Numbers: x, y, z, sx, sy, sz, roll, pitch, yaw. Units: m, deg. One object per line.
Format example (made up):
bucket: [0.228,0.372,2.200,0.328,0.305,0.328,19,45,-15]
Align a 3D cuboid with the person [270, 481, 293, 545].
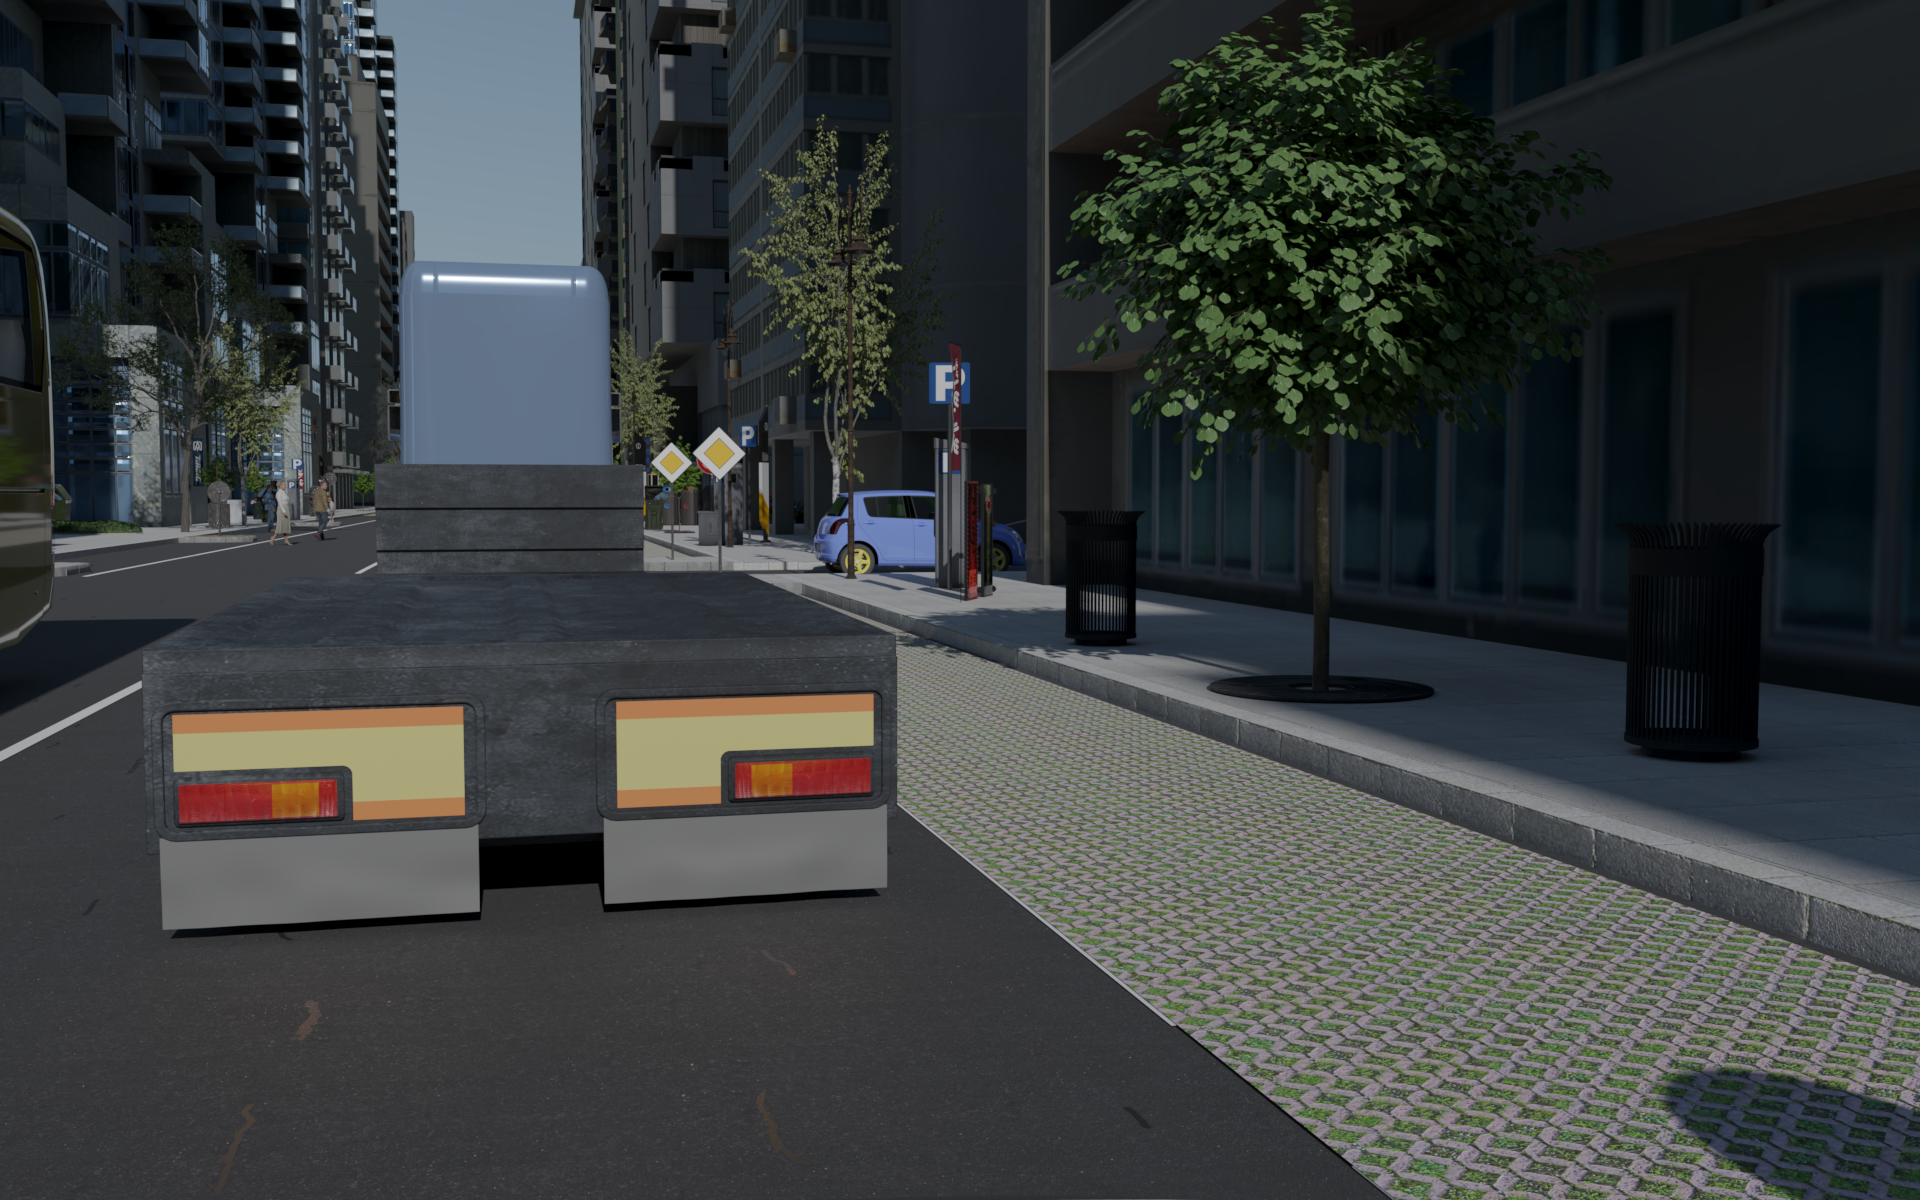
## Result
person: [-18.979,-2.424,48.360,0.641,1.798,0.478,0,4,8]

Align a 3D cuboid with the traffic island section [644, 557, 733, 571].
traffic island section: [-5.579,-0.702,33.757,2.009,0.180,2.903,-1,4,-14]

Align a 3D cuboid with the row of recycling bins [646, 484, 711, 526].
row of recycling bins: [-11.474,-3.888,70.682,3.534,1.692,1.069,0,4,4]

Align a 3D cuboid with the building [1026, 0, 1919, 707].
building: [13.898,-24.003,16.155,21.300,48.544,21.600,-1,4,-14]

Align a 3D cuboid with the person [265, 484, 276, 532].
person: [-26.276,-3.506,66.005,0.419,1.800,0.721,-2,4,-31]

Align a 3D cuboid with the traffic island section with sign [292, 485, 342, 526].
traffic island section with sign: [-29.055,-4.261,78.290,1.989,1.847,2.006,-1,4,-14]

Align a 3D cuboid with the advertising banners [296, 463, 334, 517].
advertising banners: [-36.852,-6.280,98.857,2.074,3.025,0.090,-1,4,-14]

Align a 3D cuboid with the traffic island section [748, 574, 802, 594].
traffic island section: [-3.582,-0.229,26.025,2.009,0.180,2.903,-1,4,-14]

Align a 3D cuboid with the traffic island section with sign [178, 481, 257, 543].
traffic island section with sign: [-22.328,-2.664,52.185,1.989,1.847,2.006,-1,4,-14]

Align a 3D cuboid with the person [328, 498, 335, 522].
person: [-32.074,-4.599,88.370,0.352,1.250,0.332,0,4,3]

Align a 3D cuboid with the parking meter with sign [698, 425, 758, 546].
parking meter with sign: [-5.813,-2.875,43.260,0.543,3.016,1.738,2,4,34]

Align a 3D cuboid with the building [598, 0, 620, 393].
building: [-17.550,-29.717,140.502,22.147,44.769,28.867,-1,4,-14]

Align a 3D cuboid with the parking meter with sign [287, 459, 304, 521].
parking meter with sign: [-32.464,-5.385,84.312,0.543,3.016,1.738,0,4,-5]

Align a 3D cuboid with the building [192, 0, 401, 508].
building: [-80.903,-55.341,217.488,22.319,86.520,31.000,-1,4,-14]

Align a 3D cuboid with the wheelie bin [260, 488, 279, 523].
wheelie bin: [-30.645,-4.226,77.005,0.693,1.594,0.980,0,4,-1]

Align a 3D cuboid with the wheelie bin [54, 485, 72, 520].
wheelie bin: [-30.145,-3.057,57.891,0.693,1.594,0.980,0,4,-8]

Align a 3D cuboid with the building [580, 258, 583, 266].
building: [-42.278,-34.339,253.321,32.217,40.220,23.993,-1,4,-14]

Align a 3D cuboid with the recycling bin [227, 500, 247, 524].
recycling bin: [-30.839,-3.751,73.888,0.722,1.027,0.722,-1,4,-18]

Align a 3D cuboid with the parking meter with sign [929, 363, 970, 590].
parking meter with sign: [-0.095,-1.689,23.869,0.543,3.016,1.738,0,4,3]

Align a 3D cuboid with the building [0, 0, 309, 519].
building: [-53.914,-48.949,112.993,22.319,86.520,31.000,-1,4,-14]

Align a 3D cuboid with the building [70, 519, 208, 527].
building: [-45.446,-46.707,76.334,22.319,86.520,31.000,-1,4,-14]

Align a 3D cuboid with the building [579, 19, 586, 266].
building: [-41.254,-48.333,228.500,20.563,71.187,20.611,-1,4,-14]

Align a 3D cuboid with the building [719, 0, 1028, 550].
building: [5.402,-22.190,54.686,23.993,40.220,32.217,-1,4,-14]

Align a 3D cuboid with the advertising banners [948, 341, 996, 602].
advertising banners: [0.144,-1.513,20.928,0.090,3.025,2.074,1,4,16]

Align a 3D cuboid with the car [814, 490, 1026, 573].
car: [-0.688,-1.266,30.296,3.694,1.707,1.945,-1,4,-15]

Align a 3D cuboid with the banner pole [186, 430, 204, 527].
banner pole: [-30.040,-4.769,67.996,0.401,3.779,0.863,2,4,33]

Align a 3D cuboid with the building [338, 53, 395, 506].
building: [-75.164,-34.820,193.015,21.300,48.544,21.600,-1,4,-14]

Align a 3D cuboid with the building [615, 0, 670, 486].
building: [-16.432,-26.616,118.761,14.154,41.232,14.086,-1,4,-14]

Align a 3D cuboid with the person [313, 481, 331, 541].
person: [-19.602,-2.740,53.217,0.656,1.842,0.836,0,4,5]

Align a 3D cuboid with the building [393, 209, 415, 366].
building: [-83.424,-34.122,241.485,14.154,41.232,14.086,-1,4,-14]

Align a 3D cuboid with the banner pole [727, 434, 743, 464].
banner pole: [-9.369,-4.998,71.734,0.863,3.779,0.401,-1,4,-20]

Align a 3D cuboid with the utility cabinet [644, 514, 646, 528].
utility cabinet: [-11.728,-3.300,65.115,1.020,1.237,0.306,-2,4,-30]

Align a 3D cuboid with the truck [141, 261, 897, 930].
truck: [-3.797,-1.524,14.670,2.967,4.110,18.799,-1,4,-15]

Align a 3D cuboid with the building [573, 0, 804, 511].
building: [-22.100,-35.410,168.195,28.713,52.752,27.495,-1,4,-14]

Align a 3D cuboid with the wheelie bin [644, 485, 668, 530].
wheelie bin: [-10.940,-3.312,62.051,0.980,1.594,0.693,-1,4,-10]

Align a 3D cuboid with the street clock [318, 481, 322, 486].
street clock: [-36.269,-5.740,98.426,0.471,2.002,0.358,3,5,44]

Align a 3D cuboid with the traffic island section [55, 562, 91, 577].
traffic island section: [-16.804,-0.526,30.874,2.009,0.180,2.903,-1,4,-14]

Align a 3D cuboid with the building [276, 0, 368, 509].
building: [-62.792,-32.079,144.101,23.786,49.044,30.456,-1,4,-14]
